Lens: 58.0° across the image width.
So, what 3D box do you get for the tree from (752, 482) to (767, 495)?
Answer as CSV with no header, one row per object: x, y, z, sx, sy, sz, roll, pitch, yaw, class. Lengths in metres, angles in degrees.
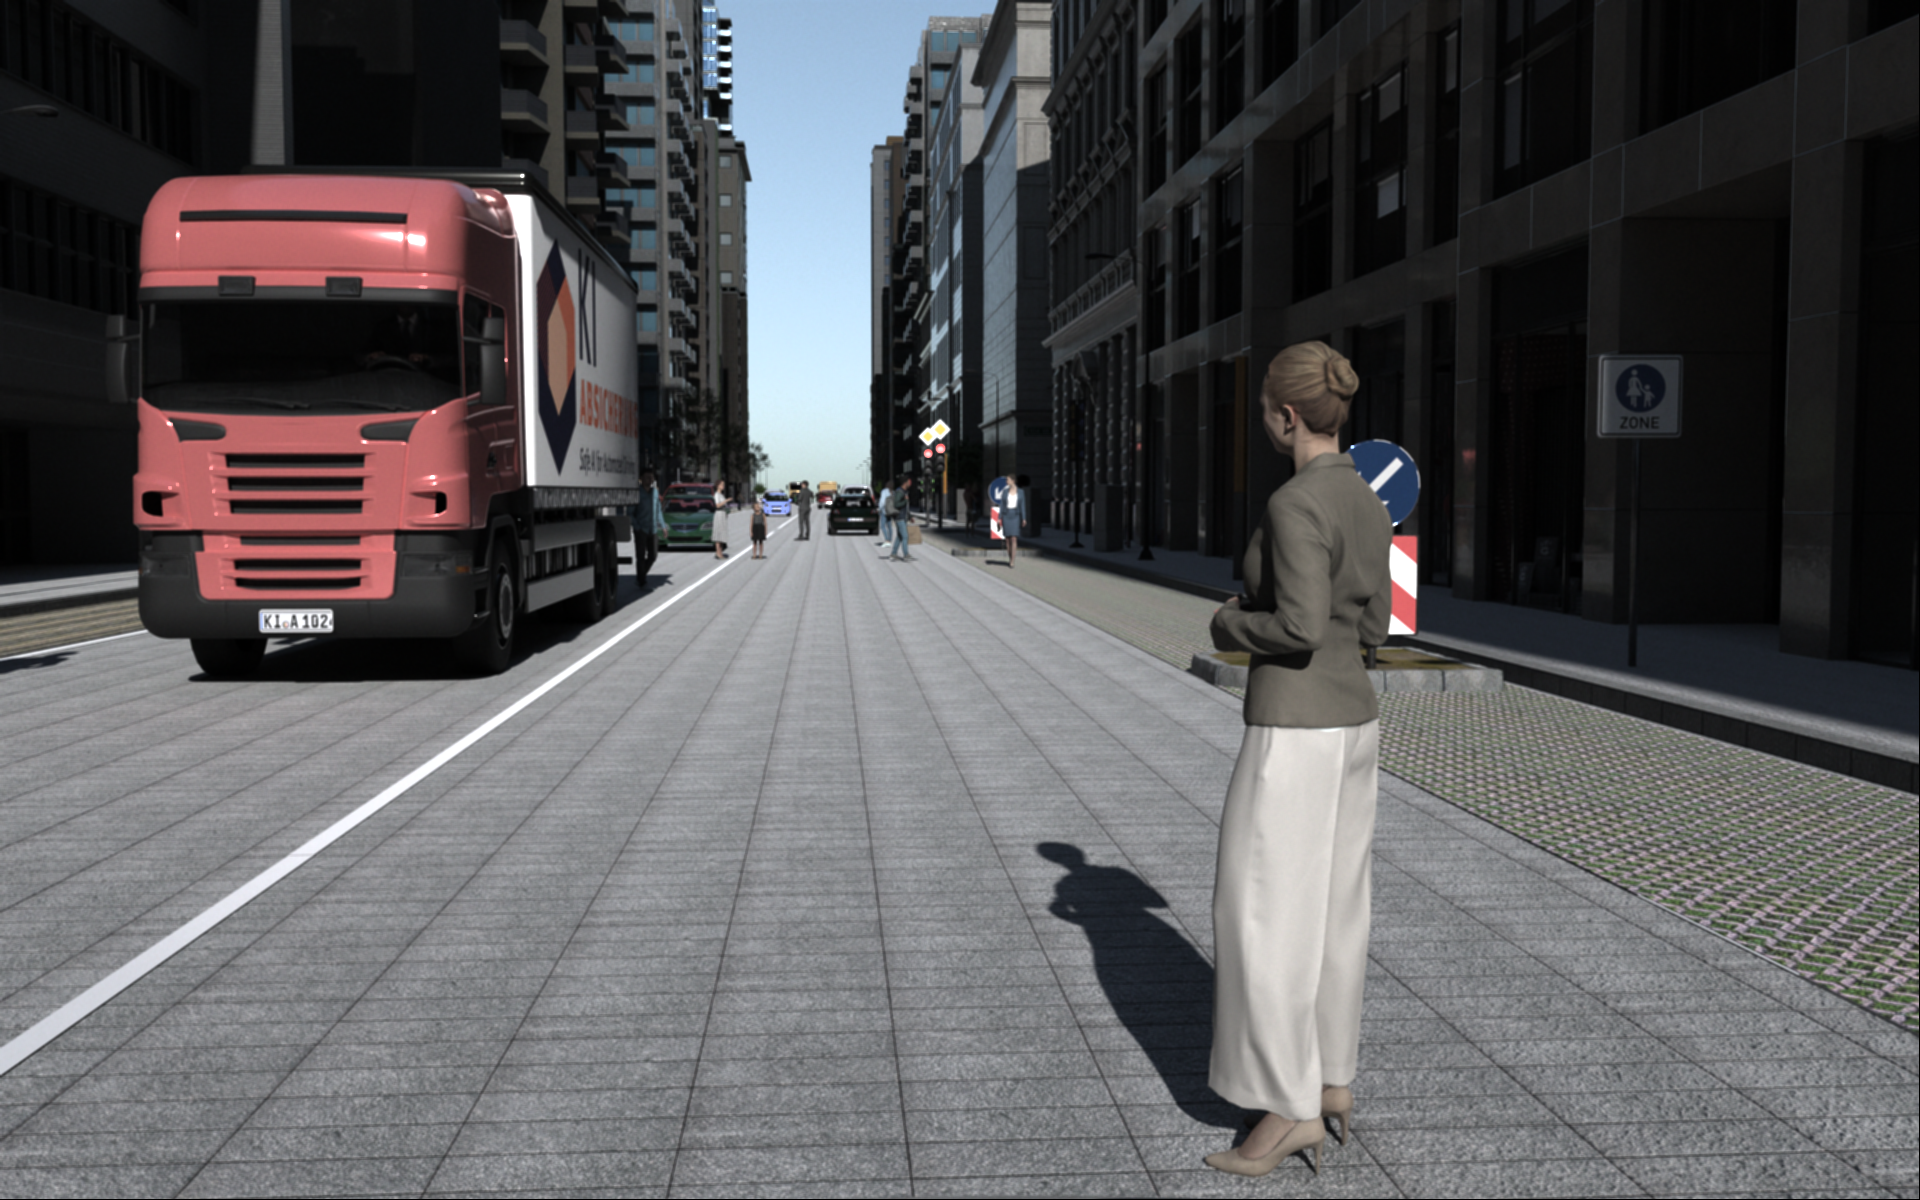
-29.823,-16.015,256.446,1.663,3.219,1.824,0,3,0,tree

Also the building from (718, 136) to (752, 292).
-45.716,-40.862,257.330,28.713,52.752,27.495,0,4,-4,building

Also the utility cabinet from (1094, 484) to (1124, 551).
3.348,-1.842,38.795,0.318,1.500,1.173,2,4,24,utility cabinet

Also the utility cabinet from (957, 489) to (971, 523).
0.223,-4.046,74.830,0.318,1.500,1.173,-1,4,-21,utility cabinet

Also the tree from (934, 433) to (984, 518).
0.371,-6.651,92.462,4.285,4.588,4.351,0,3,0,tree

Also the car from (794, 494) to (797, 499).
-25.309,-16.140,273.680,2.009,1.686,4.222,0,4,-3,car

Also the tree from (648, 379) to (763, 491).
-21.850,-12.677,141.677,8.767,10.594,7.601,1,4,14,tree

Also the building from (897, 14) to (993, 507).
5.627,-34.201,178.799,23.786,49.044,30.456,0,4,-4,building

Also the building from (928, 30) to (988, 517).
4.358,-20.500,112.674,11.434,29.767,29.804,0,4,-4,building

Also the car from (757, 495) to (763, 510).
-17.341,-8.841,156.904,2.083,1.381,4.827,0,4,-5,car

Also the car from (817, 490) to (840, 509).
-12.684,-9.718,167.565,2.281,1.827,5.304,0,4,-3,car

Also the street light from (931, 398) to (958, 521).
-0.697,-6.810,83.883,1.470,5.913,1.316,0,4,-4,street light

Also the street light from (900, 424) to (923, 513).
-3.128,-8.753,115.650,1.470,5.913,1.316,0,4,-4,street light

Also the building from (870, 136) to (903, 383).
-4.397,-45.852,291.678,21.231,58.520,28.212,0,4,-4,building

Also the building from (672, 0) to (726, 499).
-37.827,-46.557,199.452,20.563,71.187,20.611,0,4,-4,building

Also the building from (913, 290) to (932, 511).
1.966,-16.725,138.075,10.561,19.102,19.286,0,4,-4,building

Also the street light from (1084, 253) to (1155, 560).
3.090,-3.731,33.538,1.470,5.913,1.316,0,4,-4,street light

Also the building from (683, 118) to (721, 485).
-32.926,-30.567,183.372,14.154,41.232,14.086,0,4,-4,building

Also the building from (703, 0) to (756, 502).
-44.934,-59.509,285.635,22.319,86.520,31.000,0,4,-4,building

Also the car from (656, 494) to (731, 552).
-6.954,-2.001,44.522,2.131,1.459,4.920,0,4,-6,car

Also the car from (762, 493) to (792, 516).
-11.841,-6.285,112.342,1.945,1.707,3.694,0,4,-4,car

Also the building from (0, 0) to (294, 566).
-20.329,-12.455,22.711,14.314,24.678,30.058,0,4,-4,building

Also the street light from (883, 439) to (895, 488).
-5.575,-10.678,147.130,1.470,5.913,1.316,0,4,-4,street light

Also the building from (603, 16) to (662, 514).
-37.393,-26.096,118.551,32.217,40.220,23.993,0,4,-4,building

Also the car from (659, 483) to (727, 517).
-8.905,-2.984,57.468,2.281,1.827,5.304,0,4,-2,car

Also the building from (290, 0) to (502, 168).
-23.870,-13.815,55.558,15.834,23.373,12.332,0,4,-4,building

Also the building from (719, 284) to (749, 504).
-36.407,-28.473,237.231,14.160,30.474,14.107,0,4,-4,building

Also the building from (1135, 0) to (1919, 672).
15.264,-13.577,26.505,19.350,26.468,34.151,0,4,-4,building

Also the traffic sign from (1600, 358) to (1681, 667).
5.003,-0.654,12.823,0.606,2.300,0.079,0,4,3,traffic sign

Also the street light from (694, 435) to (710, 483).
-20.211,-9.972,135.583,1.470,5.913,1.316,0,4,-4,street light

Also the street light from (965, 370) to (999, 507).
0.865,-5.650,64.924,1.470,5.913,1.316,0,4,-4,street light

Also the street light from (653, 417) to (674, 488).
-17.863,-8.041,104.015,1.470,5.913,1.316,0,4,-4,street light

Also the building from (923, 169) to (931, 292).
3.597,-23.560,156.909,14.160,30.474,14.107,0,4,-4,building

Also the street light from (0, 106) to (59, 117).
-11.479,-2.954,20.836,1.470,5.913,1.316,0,4,-4,street light

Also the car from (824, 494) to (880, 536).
-3.785,-3.146,61.228,2.009,1.686,4.222,0,4,-6,car

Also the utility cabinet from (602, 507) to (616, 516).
-16.237,-4.217,80.110,0.306,1.237,1.020,1,4,10,utility cabinet

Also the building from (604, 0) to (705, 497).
-36.330,-33.065,160.227,23.786,49.044,30.456,0,4,-4,building

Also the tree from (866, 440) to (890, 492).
-10.515,-17.253,232.441,4.360,8.622,3.978,0,3,0,tree

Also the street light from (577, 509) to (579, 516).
-15.475,-6.113,72.487,1.470,5.913,1.316,0,4,-4,street light

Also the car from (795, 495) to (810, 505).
-20.148,-13.023,222.714,2.009,1.686,4.222,0,4,-3,car

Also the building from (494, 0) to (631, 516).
-28.184,-26.301,84.644,22.147,44.769,28.867,0,4,-4,building

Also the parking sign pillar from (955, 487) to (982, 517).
0.473,-6.587,96.167,1.447,3.967,1.447,-2,4,-34,parking sign pillar

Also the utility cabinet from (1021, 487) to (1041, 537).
2.134,-2.623,51.557,0.318,1.500,1.173,1,4,18,utility cabinet

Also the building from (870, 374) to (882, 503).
0.519,-25.661,264.596,27.650,21.520,28.899,0,4,-4,building

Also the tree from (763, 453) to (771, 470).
-28.160,-17.496,220.474,8.767,10.594,7.601,-1,4,-16,tree

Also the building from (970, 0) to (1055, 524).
23.161,-18.747,82.927,44.131,29.872,17.030,0,4,-4,building

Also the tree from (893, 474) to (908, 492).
-5.202,-9.809,154.975,1.663,3.219,1.824,0,3,0,tree

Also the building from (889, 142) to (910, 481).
-1.648,-34.600,215.827,14.600,45.320,14.200,0,4,-4,building

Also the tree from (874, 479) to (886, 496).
-9.906,-13.477,214.950,1.663,3.219,1.824,0,3,0,tree

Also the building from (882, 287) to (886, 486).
-3.923,-28.749,241.742,14.160,30.474,14.107,0,4,-4,building

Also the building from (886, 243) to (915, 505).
-0.964,-26.267,201.171,14.160,30.474,14.107,0,4,-4,building

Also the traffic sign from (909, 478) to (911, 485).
-4.061,-8.001,130.920,0.768,2.556,0.104,0,4,0,traffic sign

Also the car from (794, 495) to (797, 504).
-22.256,-14.303,242.656,1.959,1.807,4.718,0,4,-3,car

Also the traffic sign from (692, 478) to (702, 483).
-20.347,-8.200,134.180,0.768,2.556,0.104,0,4,3,traffic sign

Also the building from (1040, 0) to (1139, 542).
8.817,-13.784,54.252,11.050,23.489,19.941,0,4,-4,building
